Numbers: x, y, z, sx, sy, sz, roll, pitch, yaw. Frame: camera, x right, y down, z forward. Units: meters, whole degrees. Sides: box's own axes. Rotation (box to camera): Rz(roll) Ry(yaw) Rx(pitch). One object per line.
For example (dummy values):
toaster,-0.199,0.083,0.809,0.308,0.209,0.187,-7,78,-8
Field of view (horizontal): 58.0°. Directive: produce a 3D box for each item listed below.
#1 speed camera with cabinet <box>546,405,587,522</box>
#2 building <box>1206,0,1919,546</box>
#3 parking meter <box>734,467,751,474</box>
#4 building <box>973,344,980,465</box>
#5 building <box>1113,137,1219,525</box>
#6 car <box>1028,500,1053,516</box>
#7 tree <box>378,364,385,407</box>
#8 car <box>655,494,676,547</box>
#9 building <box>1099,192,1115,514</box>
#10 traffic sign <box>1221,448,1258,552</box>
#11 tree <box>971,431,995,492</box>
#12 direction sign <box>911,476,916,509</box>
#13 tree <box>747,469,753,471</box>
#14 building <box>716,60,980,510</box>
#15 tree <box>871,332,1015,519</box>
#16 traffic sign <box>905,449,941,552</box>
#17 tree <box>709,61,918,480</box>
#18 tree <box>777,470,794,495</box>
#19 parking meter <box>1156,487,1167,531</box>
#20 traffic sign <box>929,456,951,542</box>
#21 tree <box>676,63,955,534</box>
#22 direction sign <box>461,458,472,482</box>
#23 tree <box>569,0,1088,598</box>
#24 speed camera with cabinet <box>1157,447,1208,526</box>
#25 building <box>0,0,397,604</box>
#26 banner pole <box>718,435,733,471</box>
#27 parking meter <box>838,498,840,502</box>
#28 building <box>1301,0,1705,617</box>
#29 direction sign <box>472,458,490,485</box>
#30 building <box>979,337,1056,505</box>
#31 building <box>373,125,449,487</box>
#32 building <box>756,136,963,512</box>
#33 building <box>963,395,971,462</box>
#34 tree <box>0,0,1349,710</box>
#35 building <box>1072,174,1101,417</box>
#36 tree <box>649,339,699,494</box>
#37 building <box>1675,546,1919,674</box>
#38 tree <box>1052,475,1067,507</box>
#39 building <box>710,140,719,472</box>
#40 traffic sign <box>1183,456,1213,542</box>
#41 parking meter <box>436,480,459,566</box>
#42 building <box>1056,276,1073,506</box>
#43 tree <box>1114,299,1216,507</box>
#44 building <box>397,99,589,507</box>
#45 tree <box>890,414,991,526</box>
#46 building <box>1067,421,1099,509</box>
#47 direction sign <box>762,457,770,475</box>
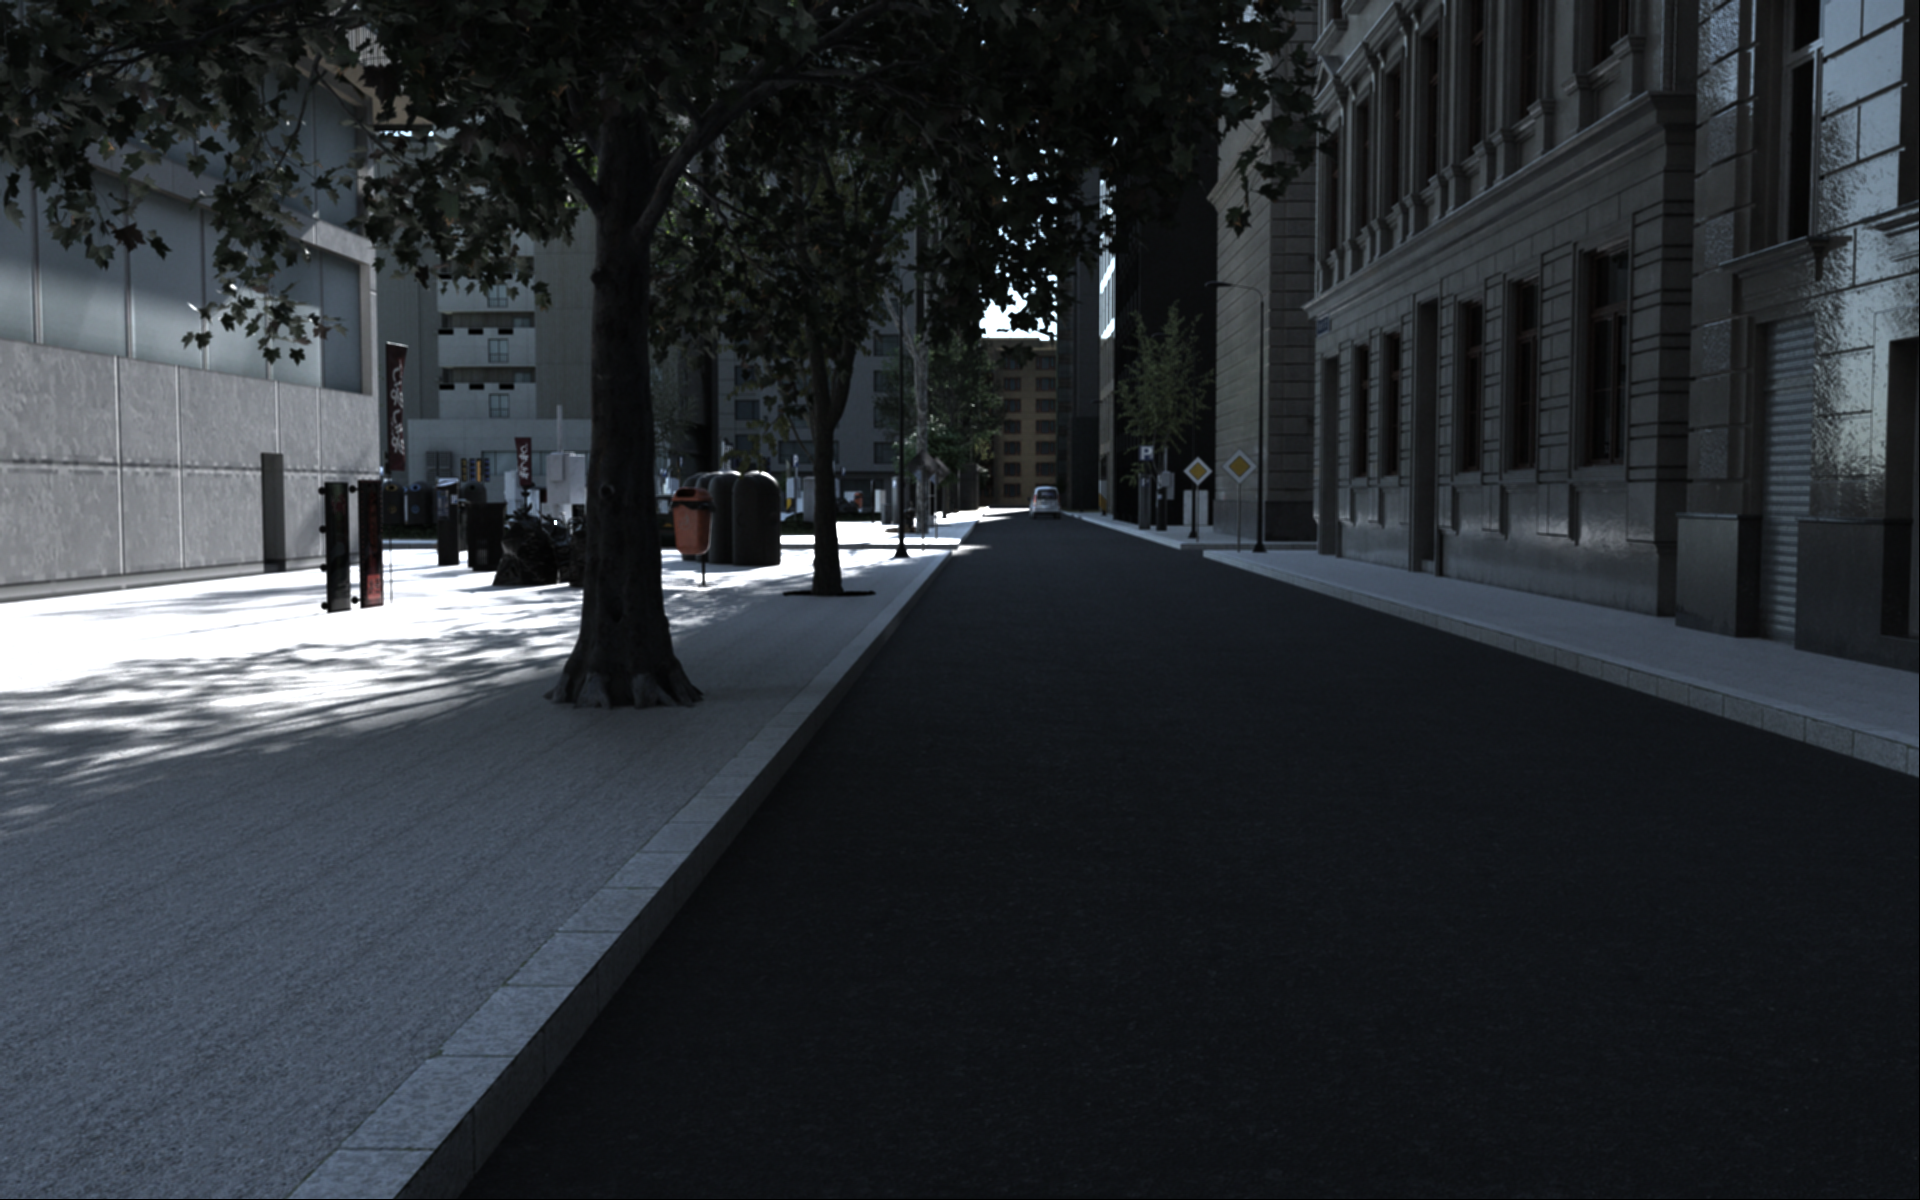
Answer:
speed camera with cabinet,-8.192,-2.695,38.400,2.038,3.252,0.660,2,4,27
building,20.477,-15.536,51.284,25.104,27.353,12.463,0,4,1
parking meter,-4.680,-1.952,37.619,0.399,1.863,0.255,-2,4,-30
building,-4.976,-33.006,189.751,14.200,45.320,14.600,0,4,1
building,13.634,-15.185,77.947,12.332,23.373,15.834,0,4,1
car,5.324,-6.173,110.516,1.945,1.707,3.694,0,4,1
tree,-23.393,-6.933,63.714,4.360,8.622,3.978,0,3,0
car,-6.504,-1.961,41.852,4.222,1.686,2.009,0,4,2
building,18.951,-18.275,103.315,19.350,26.468,34.151,0,4,1
traffic sign,6.127,-2.103,38.034,0.795,2.450,0.064,0,4,1
tree,1.763,-14.087,180.685,4.360,8.622,3.978,0,3,0
direction sign,-2.583,-6.541,98.941,0.379,3.537,0.876,2,4,24
tree,-14.854,-7.641,119.536,1.663,3.219,1.824,0,3,0
building,-8.648,-43.232,145.094,20.563,71.187,20.611,0,4,1
tree,-0.979,-9.443,88.799,8.767,10.594,7.601,2,4,27
traffic sign,-0.815,-2.115,38.215,0.795,2.450,0.064,0,4,1
tree,-2.423,-4.792,28.709,4.737,8.622,4.395,0,3,0
tree,-11.976,-7.749,121.290,1.663,3.219,1.824,0,3,0
parking meter,7.045,-3.187,60.516,0.372,1.533,0.369,0,3,0
traffic sign,-0.630,-2.603,46.198,0.795,2.450,0.064,0,4,1
tree,-2.441,-12.238,55.972,12.611,20.169,13.585,0,3,0
direction sign,-31.231,-7.219,110.029,0.876,3.537,0.379,-2,4,-25
tree,-1.596,-5.873,21.781,9.928,11.665,9.643,0,3,0
speed camera with cabinet,9.044,-4.644,70.272,2.038,3.252,0.660,1,4,10
building,-23.440,-26.371,20.399,27.495,52.752,28.713,0,4,1
banner pole,-10.056,-5.145,74.145,0.863,3.779,0.401,-2,4,-30
parking meter,-8.405,-6.886,118.292,0.399,1.863,0.255,-1,4,-13
building,12.461,-11.673,27.014,11.583,22.565,21.152,0,4,1
direction sign,-30.212,-7.202,109.755,0.876,3.537,0.379,-3,5,-41
building,-1.186,-22.848,218.605,28.899,21.520,27.650,0,4,1
building,-62.048,-31.079,191.731,14.086,41.232,14.154,0,4,1
building,-7.199,-21.833,128.676,14.160,30.474,14.107,0,4,1
building,-6.043,-23.970,163.608,14.160,30.474,14.107,0,4,1
tree,-2.030,-5.706,10.305,9.611,12.733,9.660,0,3,0
building,21.441,-38.253,167.436,21.231,58.520,28.212,0,4,1
tree,-13.286,-7.714,76.486,4.360,8.622,3.978,0,3,0
building,12.310,-12.631,3.782,12.463,27.353,25.104,0,4,1
tree,9.894,-10.894,172.717,1.663,3.219,1.824,0,3,0
building,-19.470,-31.026,190.866,14.086,41.232,14.154,0,4,1
traffic sign,6.312,-2.592,46.017,0.795,2.450,0.064,0,4,1
parking meter,-9.221,-1.393,31.191,0.372,1.533,0.369,0,3,0
building,17.487,-30.922,189.170,14.154,41.232,14.086,0,4,1
tree,7.674,-7.098,66.414,4.737,8.622,4.395,0,3,0
building,-40.433,-36.334,183.300,27.495,52.752,28.713,0,4,1
tree,-1.002,-5.294,70.278,4.285,4.588,4.351,0,3,0
building,20.362,-50.406,136.817,22.319,86.520,31.000,0,4,1
direction sign,-11.872,-6.990,106.289,0.379,3.537,0.876,2,4,25
